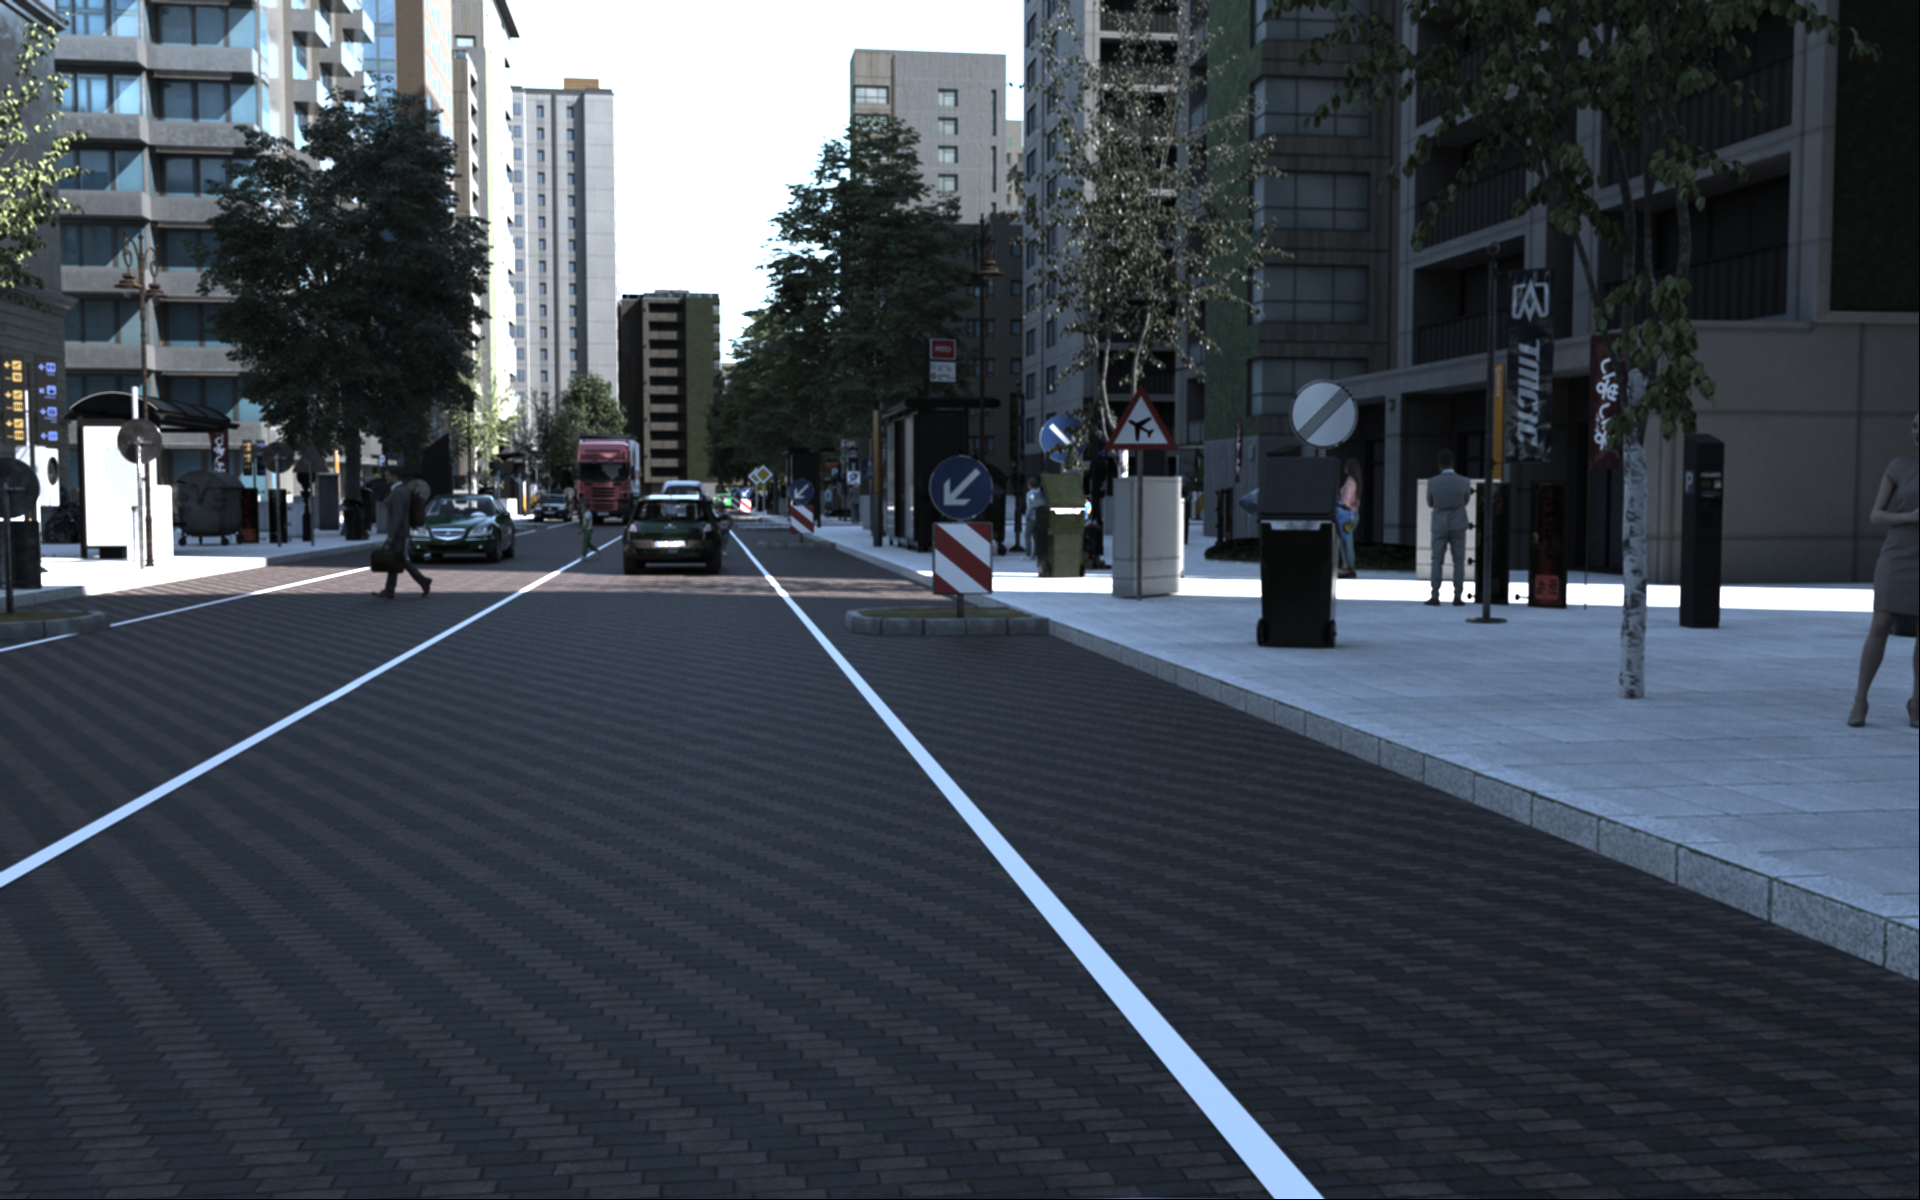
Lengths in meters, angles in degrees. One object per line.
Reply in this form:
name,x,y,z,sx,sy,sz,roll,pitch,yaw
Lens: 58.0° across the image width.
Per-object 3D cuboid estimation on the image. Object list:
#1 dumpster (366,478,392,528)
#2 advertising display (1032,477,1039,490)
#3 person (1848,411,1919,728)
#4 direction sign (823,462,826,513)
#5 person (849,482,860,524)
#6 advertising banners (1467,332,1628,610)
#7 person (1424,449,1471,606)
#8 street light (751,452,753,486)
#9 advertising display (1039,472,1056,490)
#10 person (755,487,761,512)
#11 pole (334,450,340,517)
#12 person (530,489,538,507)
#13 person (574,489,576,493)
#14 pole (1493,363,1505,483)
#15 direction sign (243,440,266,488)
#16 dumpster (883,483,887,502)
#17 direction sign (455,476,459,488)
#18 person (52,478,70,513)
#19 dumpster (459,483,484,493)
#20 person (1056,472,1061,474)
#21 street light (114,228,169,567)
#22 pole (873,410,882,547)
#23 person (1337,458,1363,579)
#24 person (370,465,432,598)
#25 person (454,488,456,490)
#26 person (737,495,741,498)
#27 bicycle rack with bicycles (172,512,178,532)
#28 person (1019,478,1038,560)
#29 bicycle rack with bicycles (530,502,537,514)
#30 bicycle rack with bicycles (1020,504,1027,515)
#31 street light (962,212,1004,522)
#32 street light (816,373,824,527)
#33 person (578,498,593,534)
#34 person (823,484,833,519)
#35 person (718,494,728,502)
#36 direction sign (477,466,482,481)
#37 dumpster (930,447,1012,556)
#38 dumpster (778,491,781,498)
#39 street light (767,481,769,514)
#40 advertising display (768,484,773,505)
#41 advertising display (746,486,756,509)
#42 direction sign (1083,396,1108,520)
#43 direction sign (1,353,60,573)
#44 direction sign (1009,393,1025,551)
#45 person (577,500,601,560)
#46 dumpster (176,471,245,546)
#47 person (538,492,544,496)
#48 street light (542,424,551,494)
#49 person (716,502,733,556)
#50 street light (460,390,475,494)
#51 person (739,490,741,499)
dumpster,-21.248,-3.566,64.065,1.264,1.857,1.865,-1,4,-9
advertising display,3.190,-3.745,66.446,0.974,1.923,0.123,0,4,1
person,5.236,-0.191,9.513,0.599,1.781,0.374,2,4,24
direction sign,-9.052,-7.523,114.994,0.379,3.537,0.876,0,4,-7
person,-4.605,-4.232,75.416,0.537,1.800,0.526,-2,4,-29
advertising banners,6.620,-1.427,19.513,0.090,3.025,2.074,-3,4,-36
person,5.635,-0.845,20.032,0.511,1.800,0.466,0,4,-2
street light,-18.078,-10.834,149.925,0.468,5.910,1.993,-1,4,-9
advertising display,2.567,-2.742,50.051,0.123,1.923,0.974,1,4,21
person,-14.803,-7.384,126.955,0.466,1.800,0.511,0,4,-7
pole,-28.587,-5.236,79.444,0.158,3.312,0.155,0,3,0
person,-43.233,-10.430,176.552,1.348,1.826,0.705,-1,4,-18
person,-40.948,-10.908,184.409,0.705,1.821,1.348,-1,4,-10
pole,8.431,-2.038,27.168,0.158,3.312,0.155,0,3,0
direction sign,-29.595,-4.934,72.674,0.876,3.537,0.379,-2,4,-34
dumpster,-2.016,-3.348,60.502,1.264,1.857,1.865,-1,4,-9
direction sign,-40.220,-8.961,138.503,0.379,3.537,0.876,-2,4,-31
person,-25.270,-2.585,48.649,0.623,1.781,0.721,0,4,1
dumpster,-25.610,-5.219,91.089,1.264,1.857,1.865,-1,4,-9
person,2.187,-2.074,40.140,0.592,1.802,0.473,-3,5,-40
street light,-14.287,-3.522,30.368,0.468,5.910,1.993,-1,4,-9
pole,-2.008,-2.959,42.230,0.158,3.312,0.155,0,3,0
person,5.916,-1.240,26.319,0.388,1.821,0.555,2,4,25
person,-7.699,-0.941,23.848,0.822,1.834,0.622,-1,4,-21
person,-37.397,-7.452,128.425,0.362,1.759,0.519,0,4,2
person,-24.828,-11.489,193.757,0.599,1.838,0.709,2,4,35
bicycle rack with bicycles,-26.320,-2.617,56.162,2.925,0.926,2.852,0,4,-4
person,1.425,-1.582,33.722,0.589,1.601,0.330,-3,5,-43
bicycle rack with bicycles,-28.434,-6.056,112.390,2.925,0.926,2.852,-1,4,-12
bicycle rack with bicycles,2.611,-5.541,103.973,2.925,0.926,2.852,1,4,22
street light,0.365,-3.418,28.679,0.468,5.910,1.993,-1,4,-9
street light,-5.429,-5.735,66.562,0.468,5.910,1.993,-1,4,-9
person,-13.597,-3.065,62.869,0.590,1.304,0.306,-2,4,-24
person,-6.822,-5.096,89.384,0.620,1.820,0.660,1,4,16
person,-20.758,-8.556,151.619,0.991,1.433,0.599,1,4,12
direction sign,-38.867,-9.063,140.183,0.379,3.537,0.876,-3,4,-39
dumpster,0.226,-2.088,36.634,1.502,2.255,1.985,-1,4,-9
dumpster,-14.974,-8.612,146.570,1.264,1.857,1.865,-1,4,-8
street light,-12.419,-8.503,111.817,0.468,5.910,1.993,-1,4,-9
advertising display,-12.485,-6.699,114.737,0.123,1.923,0.974,1,4,18
advertising display,-17.450,-8.532,144.717,0.974,1.923,0.123,2,4,29
direction sign,3.148,-2.960,40.397,0.379,3.537,0.876,-2,4,-34
direction sign,-15.062,-2.210,28.131,0.379,3.537,0.876,3,4,36
direction sign,1.290,-2.879,39.073,0.379,3.537,0.876,1,4,22
person,-8.113,-1.538,37.898,0.590,1.304,0.306,-3,4,-37
dumpster,-18.848,-2.311,43.536,1.264,1.857,1.865,-1,4,-9
person,-44.300,-10.804,182.820,1.348,1.807,0.705,2,4,23
street light,-26.635,-8.491,111.618,0.468,5.910,1.993,-1,4,-9
person,-5.481,-1.658,40.300,0.352,1.250,0.332,-3,5,-44
street light,-20.997,-6.195,74.077,0.468,5.910,1.993,-1,4,-9
person,-26.564,-12.325,208.272,0.721,1.735,1.217,2,4,23
